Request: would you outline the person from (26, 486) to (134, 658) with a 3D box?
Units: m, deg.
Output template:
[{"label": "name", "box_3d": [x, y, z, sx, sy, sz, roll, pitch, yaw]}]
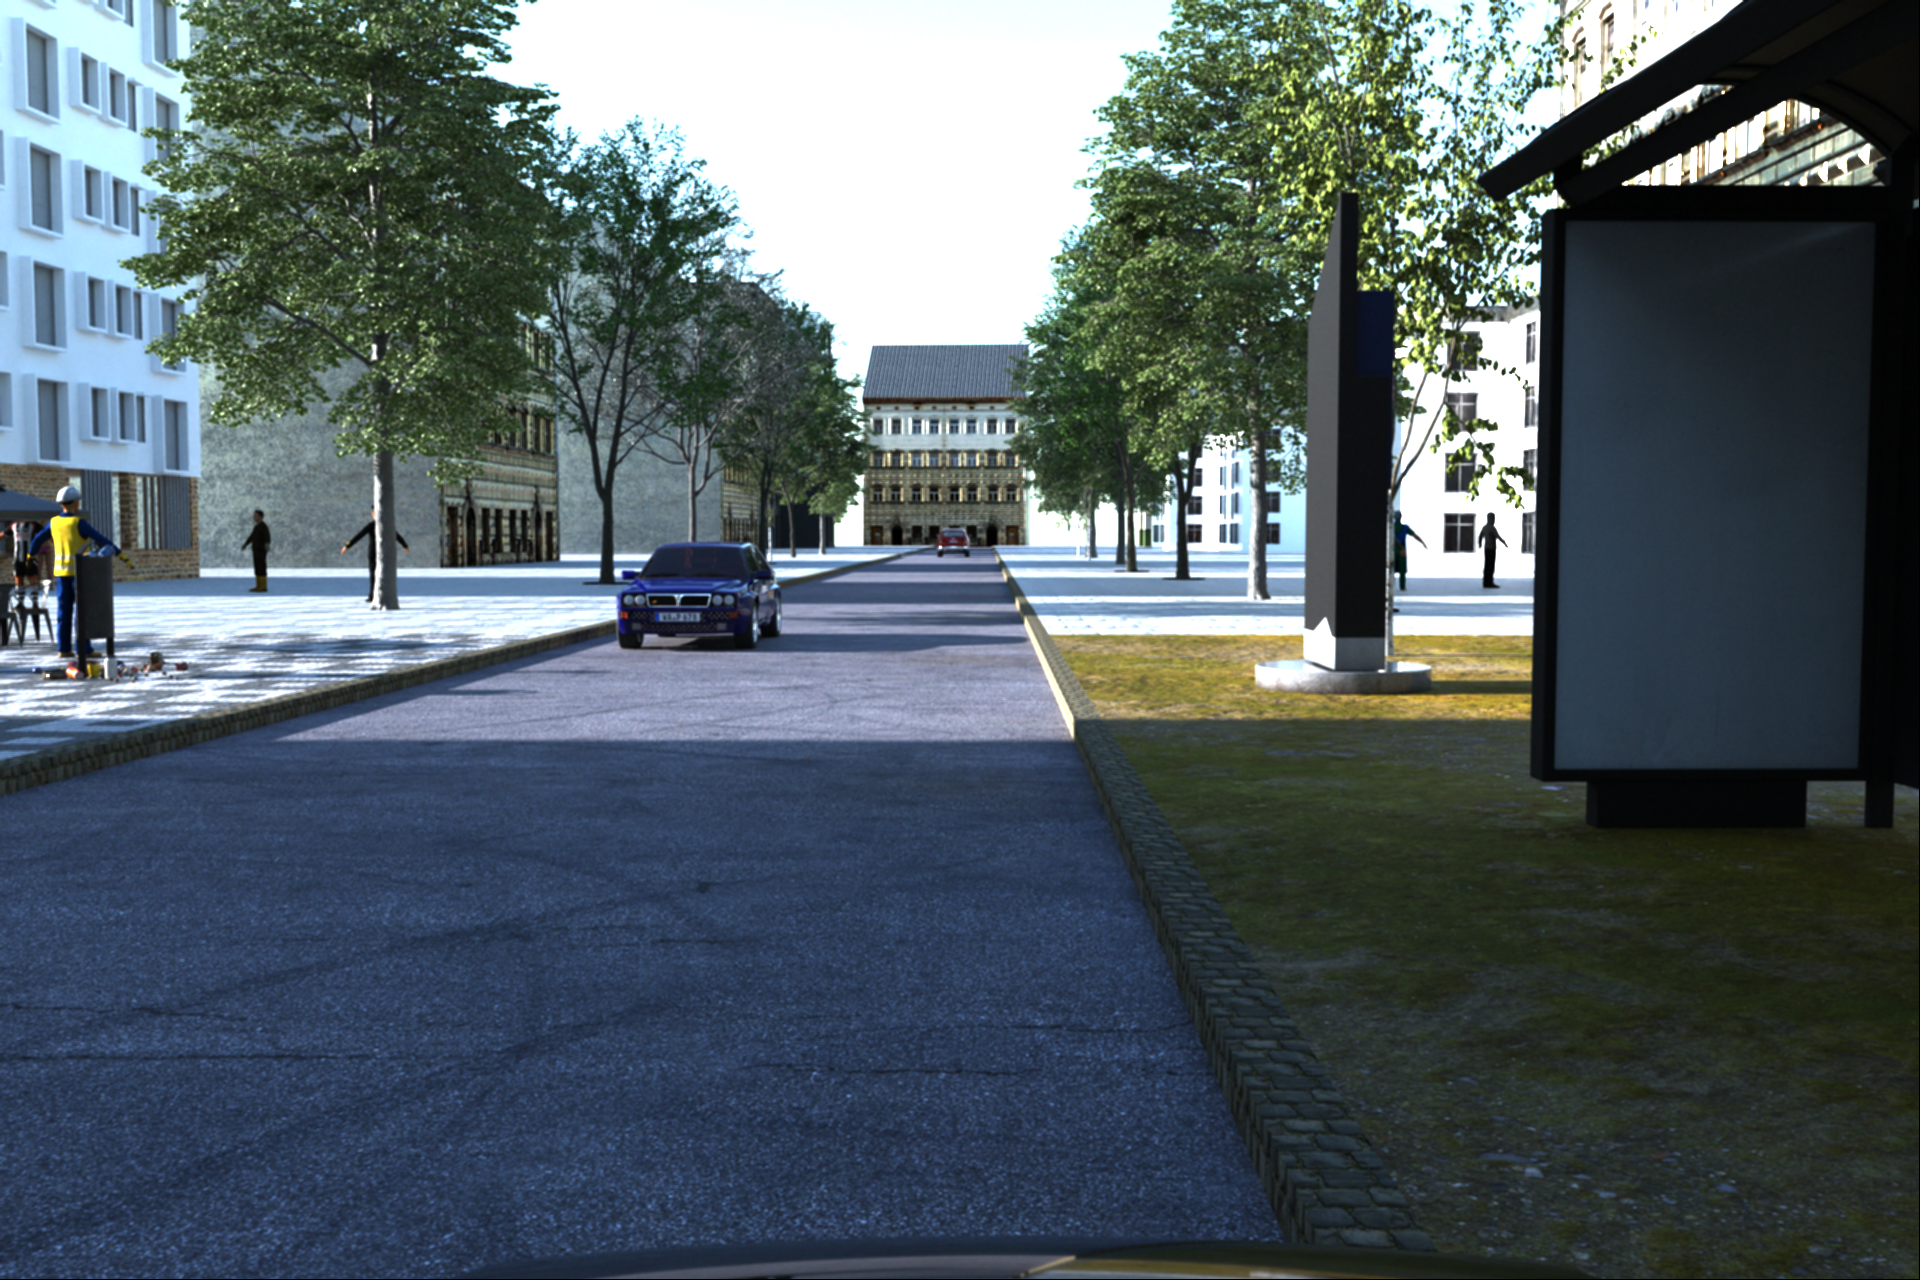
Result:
[{"label": "person", "box_3d": [-9.177, -0.707, 18.026, 1.216, 1.772, 0.721, 1, 4, 10]}]

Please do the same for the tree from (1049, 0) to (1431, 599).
[{"label": "tree", "box_3d": [5.478, -7.077, 33.836, 7.486, 12.596, 7.792, 0, 3, 0]}]

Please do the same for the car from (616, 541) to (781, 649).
[{"label": "car", "box_3d": [-3.395, -0.631, 22.902, 1.945, 1.354, 3.894, 0, 4, 1]}]

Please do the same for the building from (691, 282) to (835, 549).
[{"label": "building", "box_3d": [-26.796, -19.142, 156.943, 27.936, 21.610, 32.646, 0, 4, 1]}]

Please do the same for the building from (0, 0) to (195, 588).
[{"label": "building", "box_3d": [-27.421, -11.076, 37.511, 16.016, 20.090, 11.380, 0, 4, 0]}]

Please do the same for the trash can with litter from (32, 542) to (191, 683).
[{"label": "trash can with litter", "box_3d": [-7.693, -0.303, 16.019, 1.678, 1.210, 2.233, 0, 4, 1]}]

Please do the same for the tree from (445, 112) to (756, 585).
[{"label": "tree", "box_3d": [-9.055, -7.221, 43.811, 9.928, 11.665, 9.643, 0, 3, 0]}]

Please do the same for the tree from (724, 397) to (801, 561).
[{"label": "tree", "box_3d": [-8.973, -8.168, 83.913, 4.360, 8.622, 3.978, 0, 3, 0]}]

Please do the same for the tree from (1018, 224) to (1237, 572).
[{"label": "tree", "box_3d": [5.716, -8.122, 58.545, 9.928, 11.665, 9.643, 0, 3, 0]}]

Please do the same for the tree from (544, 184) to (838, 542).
[{"label": "tree", "box_3d": [-9.207, -9.147, 59.931, 12.009, 13.543, 11.850, 0, 3, 0]}]

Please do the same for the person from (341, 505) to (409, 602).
[{"label": "person", "box_3d": [-11.017, -1.641, 32.762, 1.347, 1.837, 0.705, -3, 5, -44]}]

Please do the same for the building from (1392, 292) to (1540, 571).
[{"label": "building", "box_3d": [20.849, -7.441, 63.816, 9.099, 9.664, 28.070, 0, 4, 1]}]

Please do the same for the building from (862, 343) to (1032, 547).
[{"label": "building", "box_3d": [-1.083, -22.378, 199.272, 18.063, 23.208, 19.493, 0, 4, 4]}]

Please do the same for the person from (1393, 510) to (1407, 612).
[{"label": "person", "box_3d": [6.992, -1.349, 28.327, 0.705, 1.796, 1.348, 2, 4, 32]}]

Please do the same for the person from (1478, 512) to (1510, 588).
[{"label": "person", "box_3d": [12.660, -2.149, 41.264, 0.705, 1.813, 1.348, -1, 4, -13]}]

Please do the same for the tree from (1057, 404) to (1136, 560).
[{"label": "tree", "box_3d": [6.119, -8.220, 84.766, 4.360, 8.622, 3.978, 0, 3, 0]}]

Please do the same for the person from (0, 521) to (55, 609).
[{"label": "person", "box_3d": [-15.450, -1.374, 28.615, 1.345, 1.843, 0.704, 0, 4, -4]}]

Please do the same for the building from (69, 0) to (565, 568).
[{"label": "building", "box_3d": [-28.468, -14.811, 73.097, 19.493, 23.208, 18.063, 0, 4, 1]}]

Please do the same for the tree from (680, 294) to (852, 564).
[{"label": "tree", "box_3d": [-8.336, -9.077, 74.172, 9.928, 11.665, 9.643, 0, 3, 0]}]

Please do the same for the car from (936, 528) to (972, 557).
[{"label": "car", "box_3d": [-0.398, -6.193, 109.923, 2.281, 1.827, 5.304, 0, 4, 0]}]

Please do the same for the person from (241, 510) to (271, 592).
[{"label": "person", "box_3d": [-15.604, -1.980, 38.513, 0.704, 1.812, 1.346, -3, 5, -45]}]

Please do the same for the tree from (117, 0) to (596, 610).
[{"label": "tree", "box_3d": [-10.004, -6.805, 29.390, 7.486, 12.596, 7.792, 0, 3, 0]}]

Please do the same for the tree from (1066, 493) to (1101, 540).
[{"label": "tree", "box_3d": [14.003, -14.927, 194.412, 4.737, 8.622, 4.395, 0, 3, 0]}]

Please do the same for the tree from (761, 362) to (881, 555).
[{"label": "tree", "box_3d": [-8.746, -11.645, 108.522, 7.486, 12.596, 7.792, 0, 3, 0]}]

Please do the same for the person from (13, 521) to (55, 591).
[{"label": "person", "box_3d": [-20.845, -1.994, 39.406, 1.217, 1.733, 0.721, -2, 4, -28]}]

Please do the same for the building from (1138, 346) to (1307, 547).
[{"label": "building", "box_3d": [27.166, -18.542, 169.618, 16.747, 18.905, 31.486, 0, 4, 1]}]

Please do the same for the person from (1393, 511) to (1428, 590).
[{"label": "person", "box_3d": [9.975, -2.040, 39.482, 1.347, 1.817, 0.704, 1, 4, 15]}]

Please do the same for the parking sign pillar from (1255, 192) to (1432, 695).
[{"label": "parking sign pillar", "box_3d": [3.208, -1.586, 14.401, 1.447, 3.967, 1.447, 0, 4, 1]}]

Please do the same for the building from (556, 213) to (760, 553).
[{"label": "building", "box_3d": [-25.161, -18.062, 126.237, 19.493, 23.208, 18.063, 0, 4, 1]}]

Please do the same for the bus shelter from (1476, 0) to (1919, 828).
[{"label": "bus shelter", "box_3d": [3.350, -0.679, 5.020, 2.014, 3.302, 5.546, 0, 4, -1]}]

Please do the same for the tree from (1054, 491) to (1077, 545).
[{"label": "tree", "box_3d": [12.388, -15.222, 199.236, 4.737, 8.622, 4.395, 0, 3, 0]}]

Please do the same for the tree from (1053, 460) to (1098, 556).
[{"label": "tree", "box_3d": [6.938, -9.346, 103.169, 4.737, 8.622, 4.395, 0, 3, 0]}]

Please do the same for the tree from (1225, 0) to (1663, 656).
[{"label": "tree", "box_3d": [4.611, -4.126, 17.821, 4.737, 8.622, 4.395, 0, 3, 0]}]

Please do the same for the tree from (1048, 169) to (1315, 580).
[{"label": "tree", "box_3d": [6.325, -7.511, 48.560, 9.928, 11.665, 9.643, 0, 3, 0]}]

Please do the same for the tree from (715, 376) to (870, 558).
[{"label": "tree", "box_3d": [-9.143, -9.815, 94.886, 8.767, 10.594, 7.601, 0, 4, -8]}]

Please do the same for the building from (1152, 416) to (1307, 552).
[{"label": "building", "box_3d": [20.938, -11.910, 136.871, 9.099, 9.664, 28.070, 0, 4, 1]}]

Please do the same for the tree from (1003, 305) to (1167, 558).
[{"label": "tree", "box_3d": [6.950, -11.371, 92.567, 9.857, 13.997, 8.962, 0, 3, 0]}]

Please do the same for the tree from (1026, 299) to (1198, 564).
[{"label": "tree", "box_3d": [6.563, -9.497, 73.395, 7.486, 12.596, 7.792, 0, 3, 0]}]

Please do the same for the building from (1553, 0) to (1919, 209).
[{"label": "building", "box_3d": [25.070, -12.630, 37.435, 19.493, 23.208, 18.063, 0, 4, 1]}]

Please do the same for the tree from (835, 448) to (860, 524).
[{"label": "tree", "box_3d": [-16.580, -17.839, 198.316, 9.857, 13.997, 8.962, 0, 3, 0]}]
